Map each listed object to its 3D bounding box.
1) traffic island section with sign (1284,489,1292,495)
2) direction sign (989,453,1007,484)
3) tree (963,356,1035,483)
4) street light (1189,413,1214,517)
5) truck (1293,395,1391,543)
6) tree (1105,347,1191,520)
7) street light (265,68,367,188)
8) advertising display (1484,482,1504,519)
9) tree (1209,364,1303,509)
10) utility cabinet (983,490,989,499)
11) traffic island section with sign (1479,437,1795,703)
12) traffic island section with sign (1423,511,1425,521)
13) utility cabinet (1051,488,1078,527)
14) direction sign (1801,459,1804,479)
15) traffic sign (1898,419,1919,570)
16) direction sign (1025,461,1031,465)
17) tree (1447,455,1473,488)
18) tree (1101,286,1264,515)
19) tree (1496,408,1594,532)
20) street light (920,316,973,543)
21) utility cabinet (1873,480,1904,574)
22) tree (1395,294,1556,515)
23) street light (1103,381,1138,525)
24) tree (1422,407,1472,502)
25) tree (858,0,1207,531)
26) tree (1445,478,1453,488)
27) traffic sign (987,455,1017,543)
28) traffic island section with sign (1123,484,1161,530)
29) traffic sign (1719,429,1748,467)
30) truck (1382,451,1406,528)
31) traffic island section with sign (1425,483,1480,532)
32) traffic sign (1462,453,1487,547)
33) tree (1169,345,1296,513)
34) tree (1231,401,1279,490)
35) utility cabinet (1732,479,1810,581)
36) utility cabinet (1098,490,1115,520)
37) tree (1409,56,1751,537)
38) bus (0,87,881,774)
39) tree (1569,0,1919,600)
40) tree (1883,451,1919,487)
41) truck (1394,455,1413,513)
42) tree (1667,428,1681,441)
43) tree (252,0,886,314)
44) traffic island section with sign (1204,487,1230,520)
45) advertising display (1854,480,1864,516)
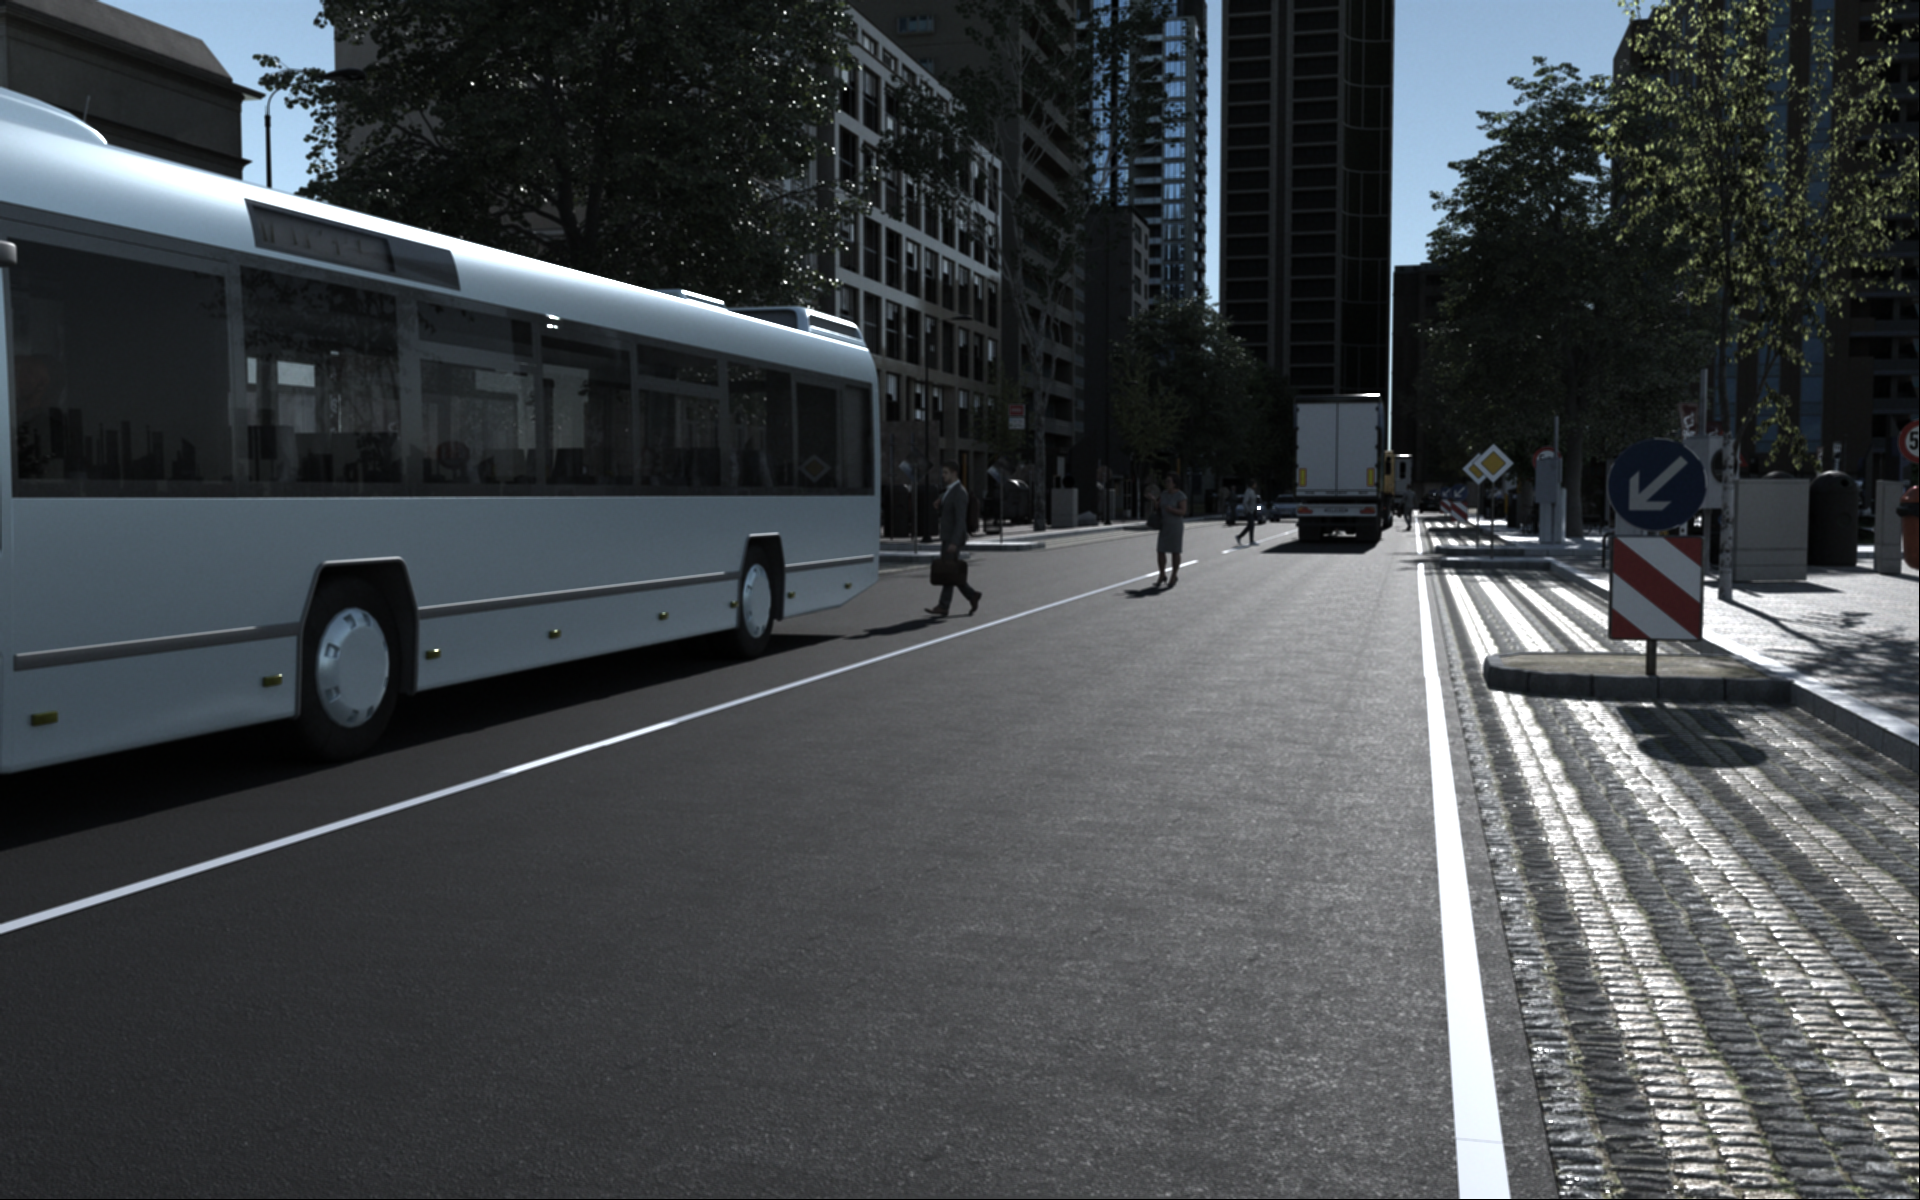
[{"bbox_3d":[27.221,-8.249,143.495,1.989,1.847,2.006,1,4,15],"label":"traffic island section with sign"},{"bbox_3d":[2.173,-6.305,95.089,0.876,3.537,0.379,-1,4,-16],"label":"direction sign"},{"bbox_3d":[2.427,-8.639,91.611,4.737,8.622,4.395,0,3,0],"label":"tree"},{"bbox_3d":[13.804,-7.728,98.887,1.470,5.913,1.316,1,4,15],"label":"street light"},{"bbox_3d":[12.076,-4.015,54.553,2.839,4.237,11.283,1,4,14],"label":"truck"},{"bbox_3d":[9.009,-8.291,85.927,4.737,8.622,4.395,0,3,0],"label":"tree"},{"bbox_3d":[-7.140,-2.852,19.174,1.470,5.913,1.316,1,4,15],"label":"street light"},{"bbox_3d":[27.690,-5.174,89.809,0.974,1.923,0.123,0,4,2],"label":"advertising display"},{"bbox_3d":[26.440,-14.274,150.387,9.611,12.733,9.660,0,3,0],"label":"tree"},{"bbox_3d":[1.980,-5.971,106.311,1.173,1.500,0.318,0,4,-2],"label":"utility cabinet"},{"bbox_3d":[4.987,-0.265,12.967,1.989,1.847,2.006,1,4,15],"label":"traffic island section with sign"},{"bbox_3d":[25.672,-5.095,91.931,1.989,1.847,2.006,1,4,15],"label":"traffic island section with sign"},{"bbox_3d":[4.017,-3.530,66.387,0.318,1.500,1.173,-3,5,-41],"label":"utility cabinet"},{"bbox_3d":[48.175,-6.552,99.121,0.379,3.537,0.876,1,4,21],"label":"direction sign"},{"bbox_3d":[16.226,-1.782,29.244,0.768,2.556,0.104,1,4,18],"label":"traffic sign"},{"bbox_3d":[4.836,-7.767,118.990,0.876,3.537,0.379,3,5,41],"label":"direction sign"},{"bbox_3d":[46.068,-12.768,159.123,4.737,8.622,4.395,0,3,0],"label":"tree"},{"bbox_3d":[13.595,-12.171,105.649,9.857,13.997,8.962,0,3,0],"label":"tree"},{"bbox_3d":[19.723,-4.584,58.667,4.285,4.588,4.351,0,3,0],"label":"tree"},{"bbox_3d":[-0.349,-4.452,45.336,1.470,5.913,1.316,1,4,15],"label":"street light"},{"bbox_3d":[15.025,-1.182,28.007,0.318,1.500,1.173,1,4,23],"label":"utility cabinet"},{"bbox_3d":[31.523,-11.879,104.597,12.009,13.543,11.850,0,3,0],"label":"tree"},{"bbox_3d":[6.664,-6.062,71.662,1.470,5.913,1.316,1,4,15],"label":"street light"},{"bbox_3d":[51.172,-15.882,177.789,7.486,12.596,7.792,0,3,0],"label":"tree"},{"bbox_3d":[1.350,-12.433,59.168,12.611,20.169,13.585,0,3,0],"label":"tree"},{"bbox_3d":[52.806,-11.678,185.542,1.663,3.219,1.824,0,3,0],"label":"tree"},{"bbox_3d":[1.077,-2.524,44.903,0.795,2.450,0.064,1,4,15],"label":"traffic sign"},{"bbox_3d":[7.620,-3.675,68.713,1.989,1.847,2.006,1,4,15],"label":"traffic island section with sign"},{"bbox_3d":[14.969,-2.079,33.998,0.884,2.594,0.081,1,4,21],"label":"traffic sign"},{"bbox_3d":[17.799,-4.927,76.477,3.469,3.379,9.791,1,4,16],"label":"truck"},{"bbox_3d":[18.819,-3.494,65.755,1.989,1.847,2.006,1,4,15],"label":"traffic island section with sign"},{"bbox_3d":[12.530,-2.339,41.891,0.795,2.450,0.064,1,4,15],"label":"traffic sign"},{"bbox_3d":[17.756,-11.764,118.098,9.928,11.665,9.643,0,3,0],"label":"tree"},{"bbox_3d":[22.570,-11.294,135.026,4.737,8.622,4.395,0,3,0],"label":"tree"},{"bbox_3d":[11.757,-1.015,25.279,1.173,1.500,0.318,-1,4,-12],"label":"utility cabinet"},{"bbox_3d":[6.949,-4.636,84.477,1.173,1.500,0.318,1,4,16],"label":"utility cabinet"},{"bbox_3d":[18.391,-8.848,51.328,9.857,13.997,8.962,0,3,0],"label":"tree"},{"bbox_3d":[-3.719,-1.062,12.222,2.948,3.499,13.247,1,4,14],"label":"bus"},{"bbox_3d":[9.496,-4.300,20.667,4.360,8.622,3.978,0,3,0],"label":"tree"},{"bbox_3d":[43.557,-5.762,77.919,4.285,4.588,4.351,0,3,0],"label":"tree"},{"bbox_3d":[32.993,-8.719,131.463,2.839,4.237,11.283,1,4,14],"label":"truck"},{"bbox_3d":[34.917,-6.208,85.212,4.285,4.588,4.351,0,3,0],"label":"tree"},{"bbox_3d":[-6.088,-7.455,28.547,9.857,13.997,8.962,0,3,0],"label":"tree"},{"bbox_3d":[14.454,-5.270,94.791,1.989,1.847,2.006,1,4,15],"label":"traffic island section with sign"},{"bbox_3d":[40.376,-4.469,78.277,0.974,1.923,0.123,-1,4,-15],"label":"advertising display"}]
